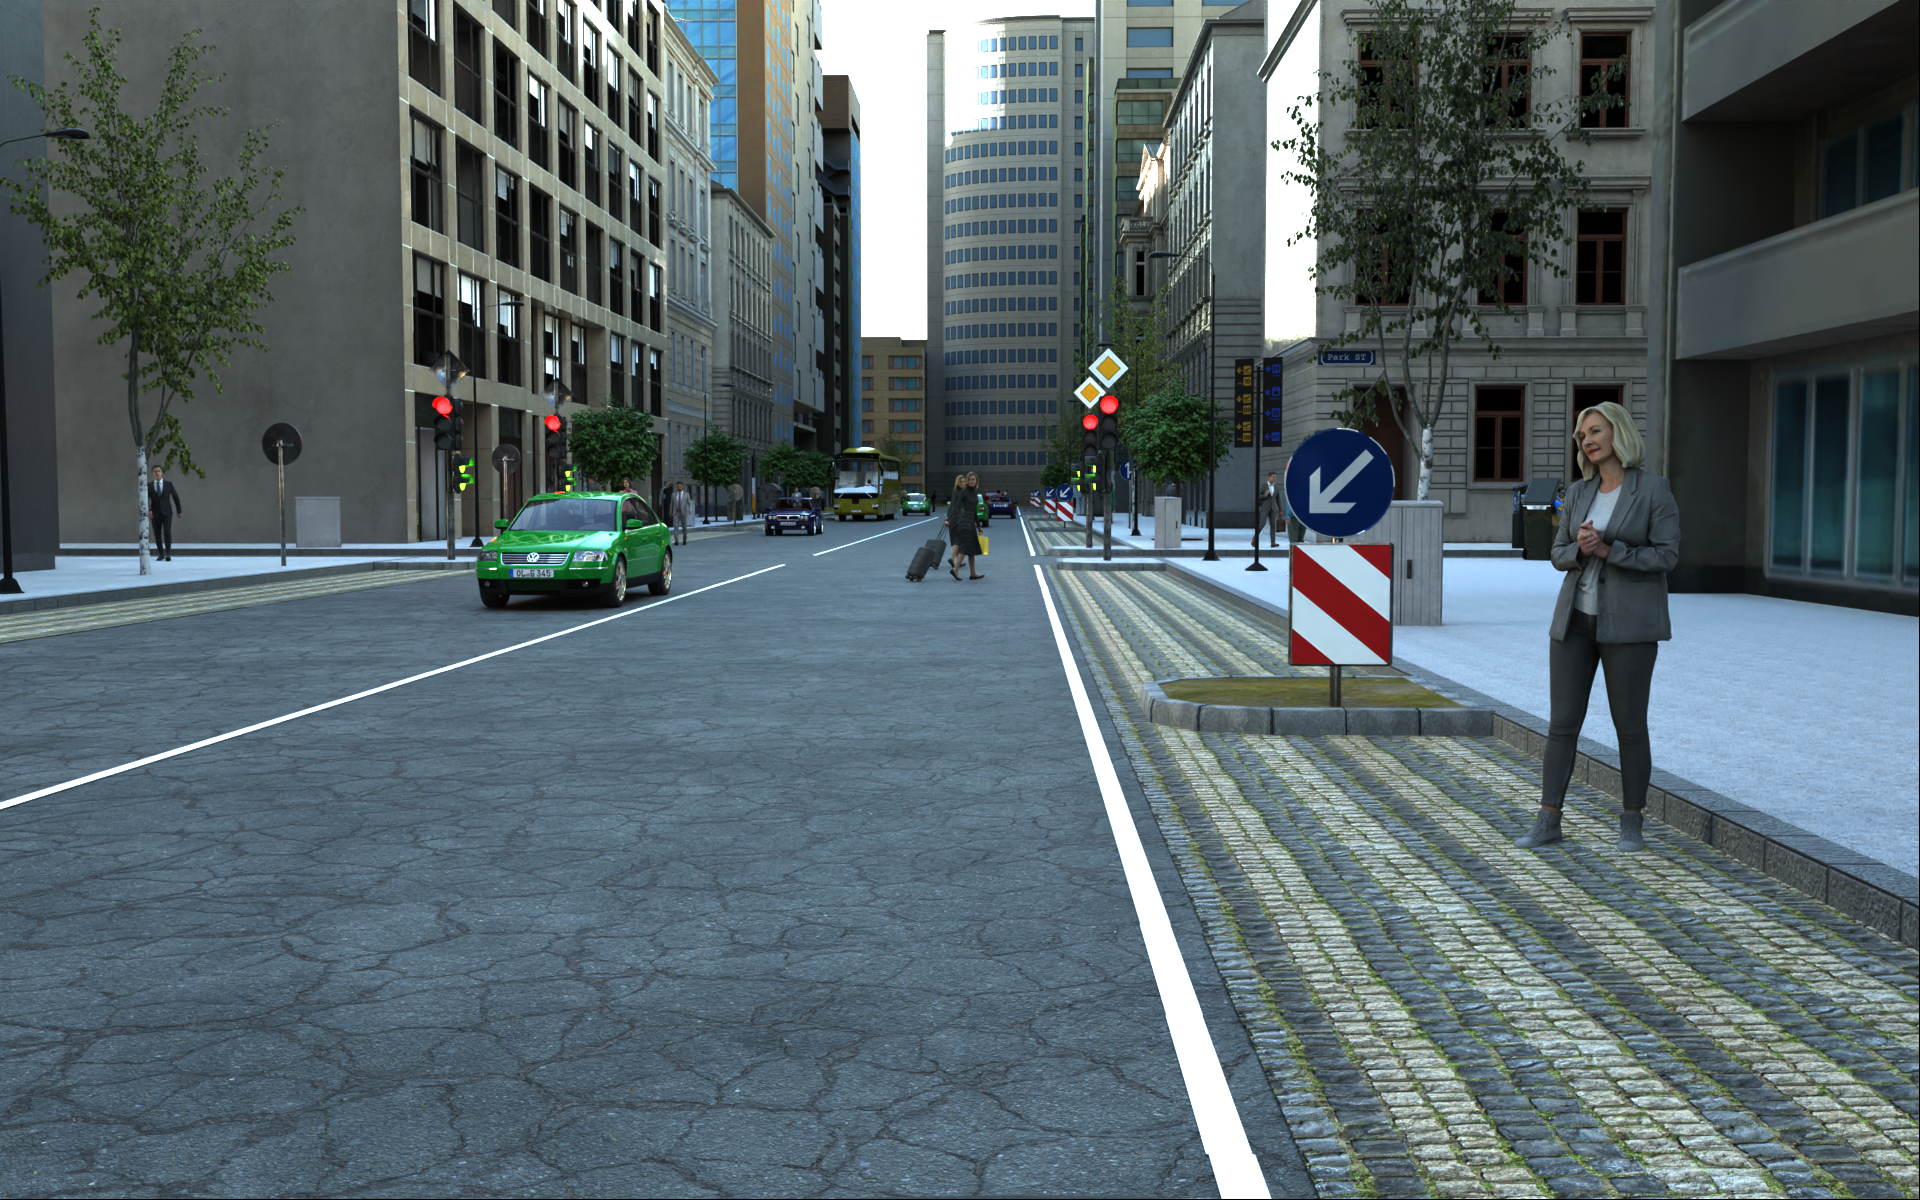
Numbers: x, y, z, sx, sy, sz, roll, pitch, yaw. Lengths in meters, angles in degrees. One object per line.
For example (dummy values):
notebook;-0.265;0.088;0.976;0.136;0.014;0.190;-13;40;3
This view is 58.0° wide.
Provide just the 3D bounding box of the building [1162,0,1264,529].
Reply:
building;14.084;-13.653;72.371;9.793;20.994;18.267;0;4;2

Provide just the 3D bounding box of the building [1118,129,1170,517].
building;16.351;-17.111;98.851;14.460;24.649;34.723;0;4;2

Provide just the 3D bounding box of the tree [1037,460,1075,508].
tree;8.580;-10.471;154.919;4.285;4.588;4.351;0;3;0

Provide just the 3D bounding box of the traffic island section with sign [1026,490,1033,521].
traffic island section with sign;4.702;-5.159;92.983;1.989;1.847;2.006;0;4;2

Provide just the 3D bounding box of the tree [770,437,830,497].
tree;-9.999;-7.075;99.397;4.285;4.588;4.351;0;3;0

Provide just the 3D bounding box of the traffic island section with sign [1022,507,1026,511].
traffic island section with sign;6.252;-8.263;143.727;1.989;1.847;2.006;0;4;2

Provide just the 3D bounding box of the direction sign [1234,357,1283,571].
direction sign;4.969;-2.258;28.911;0.876;3.537;0.379;3;4;38

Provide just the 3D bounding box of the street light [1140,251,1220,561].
street light;4.313;-3.716;33.301;1.470;5.913;1.316;0;4;2

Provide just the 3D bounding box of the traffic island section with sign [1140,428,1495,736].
traffic island section with sign;2.191;-0.155;11.155;1.989;1.847;2.006;0;4;2

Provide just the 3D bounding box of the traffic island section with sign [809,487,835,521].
traffic island section with sign;-7.807;-5.195;93.570;1.989;1.847;2.006;0;4;2

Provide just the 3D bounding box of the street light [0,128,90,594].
street light;-11.752;-3.036;22.177;1.470;5.913;1.316;0;4;2

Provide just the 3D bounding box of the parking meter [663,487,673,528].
parking meter;-11.182;-3.547;66.399;0.372;1.533;0.369;0;3;0

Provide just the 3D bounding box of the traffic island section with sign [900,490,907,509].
traffic island section with sign;-5.459;-9.900;170.495;1.989;1.847;2.006;0;4;2

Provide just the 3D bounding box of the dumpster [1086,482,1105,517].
dumpster;6.516;-4.582;80.668;1.264;1.857;1.865;0;4;2

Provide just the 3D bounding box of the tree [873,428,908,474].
tree;-7.808;-14.938;194.598;4.360;8.622;3.978;0;3;0

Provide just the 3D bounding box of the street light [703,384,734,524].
street light;-10.227;-6.162;73.296;1.470;5.913;1.316;0;4;2

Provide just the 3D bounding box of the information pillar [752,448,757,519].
information pillar;-10.428;-5.885;87.577;0.183;3.616;0.504;0;4;2

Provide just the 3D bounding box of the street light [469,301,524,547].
street light;-11.176;-4.238;41.840;1.470;5.913;1.316;0;4;2

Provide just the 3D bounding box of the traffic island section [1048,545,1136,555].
traffic island section;3.113;-1.173;41.453;2.009;0.180;2.903;0;4;2

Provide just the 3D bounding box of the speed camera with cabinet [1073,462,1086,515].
speed camera with cabinet;7.498;-6.957;108.075;0.660;3.252;2.038;1;4;15

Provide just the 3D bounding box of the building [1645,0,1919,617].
building;19.466;-23.684;10.942;21.300;48.544;21.600;0;4;2

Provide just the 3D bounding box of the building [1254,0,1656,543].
building;19.227;-13.040;49.358;21.152;22.565;11.583;0;4;2

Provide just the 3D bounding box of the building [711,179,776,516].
building;-17.463;-15.798;107.448;9.793;20.994;18.267;0;4;2

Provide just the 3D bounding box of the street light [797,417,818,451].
street light;-9.286;-8.075;104.573;1.470;5.913;1.316;0;4;2

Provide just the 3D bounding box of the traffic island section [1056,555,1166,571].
traffic island section;2.868;-0.684;33.472;2.009;0.180;2.903;0;4;2

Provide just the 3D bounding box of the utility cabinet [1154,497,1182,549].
utility cabinet;4.929;-1.823;40.971;0.306;1.237;1.020;2;4;29

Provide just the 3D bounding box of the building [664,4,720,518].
building;-20.453;-18.485;88.138;13.634;28.700;20.117;0;4;2

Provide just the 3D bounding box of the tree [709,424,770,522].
tree;-11.272;-5.929;80.655;4.285;4.588;4.351;0;3;0

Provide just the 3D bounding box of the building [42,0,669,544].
building;-23.341;-15.699;61.200;19.350;26.468;34.151;0;4;2

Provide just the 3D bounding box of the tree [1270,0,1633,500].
tree;5.314;-4.228;19.493;4.360;8.622;3.978;0;3;0

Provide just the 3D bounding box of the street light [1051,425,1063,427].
street light;6.836;-8.799;116.407;1.470;5.913;1.316;0;4;2

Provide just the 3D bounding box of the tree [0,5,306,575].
tree;-12.675;-4.702;27.241;4.737;8.622;4.395;0;3;0

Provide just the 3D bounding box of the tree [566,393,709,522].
tree;-11.252;-4.442;56.338;4.285;4.588;4.351;0;3;0

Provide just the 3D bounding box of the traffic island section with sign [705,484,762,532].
traffic island section with sign;-8.642;-3.535;66.432;1.989;1.847;2.006;0;4;2

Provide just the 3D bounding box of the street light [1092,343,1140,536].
street light;4.886;-4.937;53.257;1.470;5.913;1.316;0;4;2

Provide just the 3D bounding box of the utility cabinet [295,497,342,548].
utility cabinet;-15.385;-1.857;41.529;1.020;1.237;0.306;-1;4;-20

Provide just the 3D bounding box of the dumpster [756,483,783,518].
dumpster;-10.118;-5.268;91.885;1.264;1.857;1.865;0;4;2

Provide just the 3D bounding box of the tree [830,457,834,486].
tree;-9.670;-8.135;116.727;4.285;4.588;4.351;0;3;0

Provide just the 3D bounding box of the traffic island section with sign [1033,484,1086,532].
traffic island section with sign;3.873;-3.511;66.040;1.989;1.847;2.006;0;4;2

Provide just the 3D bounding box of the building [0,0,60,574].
building;-27.447;-14.079;23.700;24.014;27.812;14.314;0;4;2

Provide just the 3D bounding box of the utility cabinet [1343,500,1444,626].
utility cabinet;4.188;-0.355;16.963;1.020;1.237;0.306;0;4;7

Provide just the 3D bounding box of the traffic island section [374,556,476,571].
traffic island section;-9.967;-0.709;33.869;2.009;0.180;2.903;0;4;2

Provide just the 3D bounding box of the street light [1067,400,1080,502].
street light;5.966;-6.902;85.395;1.470;5.913;1.316;0;4;2

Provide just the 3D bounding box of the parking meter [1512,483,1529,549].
parking meter;13.228;-1.985;40.858;0.372;1.533;0.369;0;3;0

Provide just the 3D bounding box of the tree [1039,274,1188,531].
tree;5.702;-6.545;57.381;4.737;8.622;4.395;0;3;0

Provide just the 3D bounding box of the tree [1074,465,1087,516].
tree;7.557;-6.624;102.897;1.663;3.219;1.824;0;3;0

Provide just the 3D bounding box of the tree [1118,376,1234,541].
tree;5.973;-3.946;48.227;4.285;4.588;4.351;0;3;0

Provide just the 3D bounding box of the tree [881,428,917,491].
tree;-6.978;-14.622;189.439;4.737;8.622;4.395;0;3;0
